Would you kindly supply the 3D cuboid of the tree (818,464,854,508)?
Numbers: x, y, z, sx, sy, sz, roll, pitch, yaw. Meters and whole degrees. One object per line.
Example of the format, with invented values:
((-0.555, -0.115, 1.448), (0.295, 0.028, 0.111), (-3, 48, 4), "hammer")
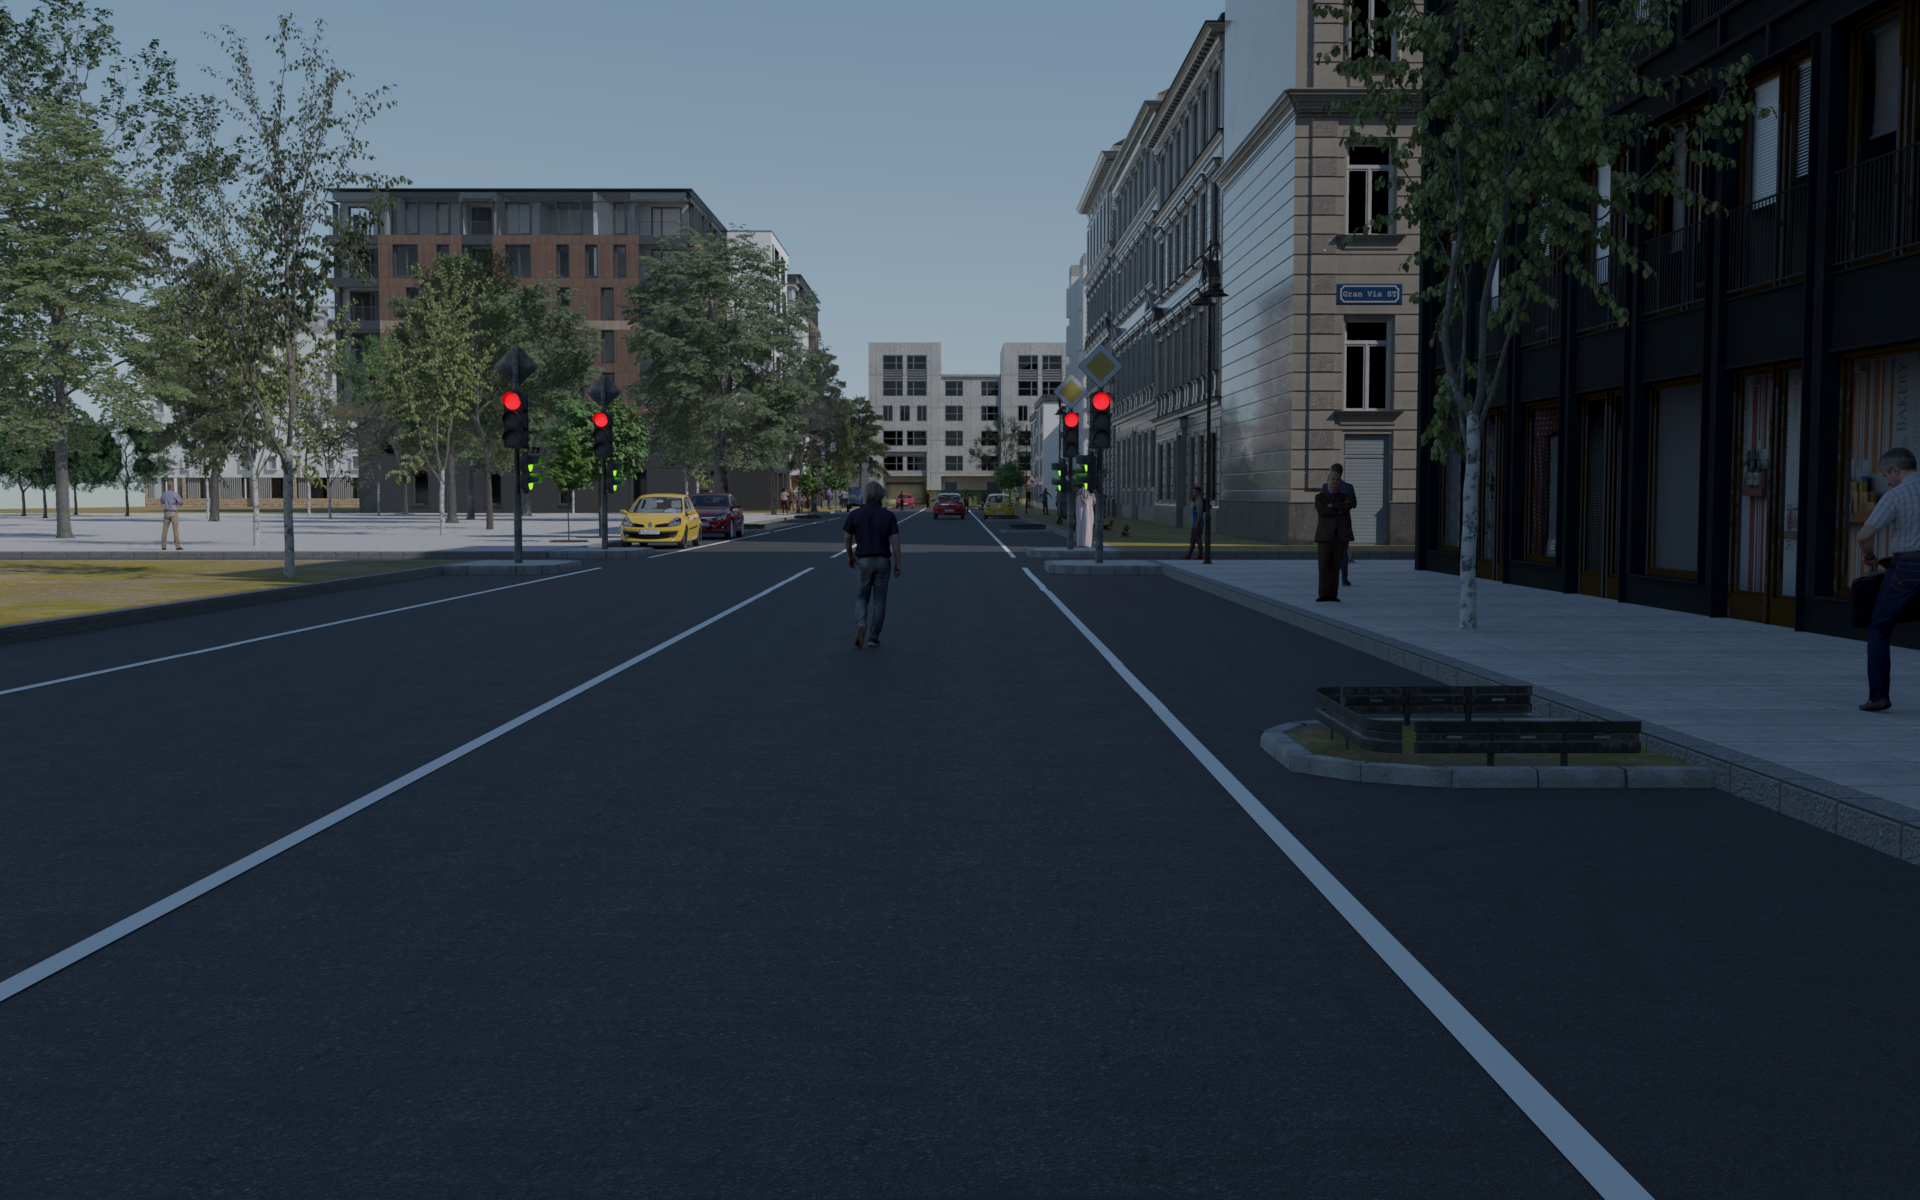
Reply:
((-11.114, -10.476, 154.993), (4.285, 4.588, 4.351), (0, 3, 0), "tree")

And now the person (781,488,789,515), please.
((-10.738, -6.026, 106.028), (0.566, 1.644, 0.517), (-3, 5, -43), "person")

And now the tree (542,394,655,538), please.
((-10.643, -4.122, 51.116), (4.285, 4.588, 4.351), (0, 3, 0), "tree")

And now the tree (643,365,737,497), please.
((-14.251, -8.530, 89.825), (4.737, 8.622, 4.395), (0, 3, 0), "tree")

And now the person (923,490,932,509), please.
((-3.176, -9.927, 170.765), (0.705, 1.831, 1.348), (-3, 5, -42), "person")

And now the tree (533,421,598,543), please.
((-10.355, -3.153, 46.153), (1.663, 3.219, 1.824), (0, 3, 0), "tree")

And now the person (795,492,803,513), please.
((-11.031, -6.859, 118.720), (0.617, 1.759, 0.750), (-1, 4, -17), "person")

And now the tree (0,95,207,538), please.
((-25.778, -8.039, 49.568), (7.486, 12.596, 7.792), (0, 3, 0), "tree")

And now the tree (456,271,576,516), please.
((-25.013, -11.764, 98.995), (9.857, 13.997, 8.962), (0, 3, 0), "tree")

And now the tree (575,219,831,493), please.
((-11.218, -10.674, 81.182), (9.857, 13.997, 8.962), (0, 3, 0), "tree")

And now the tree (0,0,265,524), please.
((-31.570, -12.651, 62.727), (12.611, 20.169, 13.585), (0, 3, 0), "tree")

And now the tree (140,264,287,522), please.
((-34.810, -9.706, 80.748), (6.751, 12.117, 7.091), (0, 3, 0), "tree")

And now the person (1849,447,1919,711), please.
((5.466, -0.110, 10.048), (0.614, 1.554, 0.590), (0, 4, -7), "person")

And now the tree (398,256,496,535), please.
((-16.210, -6.321, 53.713), (4.737, 8.622, 4.395), (0, 3, 0), "tree")

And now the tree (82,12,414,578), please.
((-10.498, -4.642, 26.252), (4.360, 8.622, 3.978), (0, 3, 0), "tree")

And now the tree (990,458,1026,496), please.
((4.405, -10.549, 156.182), (4.285, 4.588, 4.351), (0, 3, 0), "tree")

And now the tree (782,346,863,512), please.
((-10.729, -12.535, 127.010), (6.751, 12.117, 7.091), (0, 3, 0), "tree")

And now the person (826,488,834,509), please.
((-11.054, -8.683, 147.884), (0.599, 1.838, 0.709), (-3, 4, -38), "person")

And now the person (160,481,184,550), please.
((-18.092, -1.933, 39.707), (0.516, 1.574, 0.319), (0, 4, 3), "person")

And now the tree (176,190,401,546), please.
((-17.236, -5.642, 42.612), (4.737, 8.622, 4.395), (0, 3, 0), "tree")

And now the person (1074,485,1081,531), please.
((4.156, -3.237, 60.836), (0.662, 1.594, 0.647), (0, 4, -6), "person")

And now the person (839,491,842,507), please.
((-12.036, -10.372, 176.171), (0.434, 1.755, 0.990), (-3, 5, -40), "person")

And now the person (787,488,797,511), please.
((-12.932, -7.728, 132.947), (0.990, 1.755, 0.434), (2, 4, 28), "person")

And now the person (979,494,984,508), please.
((1.938, -8.989, 158.690), (0.599, 1.433, 0.991), (1, 4, 18), "person")

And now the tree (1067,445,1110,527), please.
((5.037, -4.545, 68.908), (1.663, 3.219, 1.824), (0, 3, 0), "tree")

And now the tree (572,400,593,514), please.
((-24.375, -9.756, 109.866), (4.737, 8.622, 4.395), (0, 3, 0), "tree")

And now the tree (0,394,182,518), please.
((-51.075, -8.302, 98.649), (11.467, 7.101, 20.602), (-3, 5, -43), "tree")

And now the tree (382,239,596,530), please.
((-16.922, -7.845, 62.674), (8.767, 10.594, 7.601), (1, 4, 10), "tree")

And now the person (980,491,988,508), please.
((2.302, -9.306, 161.372), (1.217, 1.735, 0.721), (3, 5, 41), "person")

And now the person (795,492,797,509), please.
((-12.921, -7.854, 137.638), (0.799, 1.438, 0.628), (2, 4, 28), "person")

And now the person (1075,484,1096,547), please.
((3.141, -2.087, 43.296), (0.551, 1.740, 0.621), (0, 4, 4), "person")

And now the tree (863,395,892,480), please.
((-10.820, -16.275, 188.143), (6.751, 12.117, 7.091), (0, 3, 0), "tree")

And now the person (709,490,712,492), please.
((-14.637, -5.680, 101.599), (0.600, 1.496, 0.574), (0, 4, 7), "person")

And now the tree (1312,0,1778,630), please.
((5.060, -4.032, 16.282), (4.737, 8.622, 4.395), (0, 3, 0), "tree")

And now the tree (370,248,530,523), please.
((-22.507, -9.438, 76.370), (6.751, 12.117, 7.091), (0, 3, 0), "tree")

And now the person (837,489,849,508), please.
((-11.632, -10.491, 177.561), (0.705, 1.826, 1.348), (3, 5, 44), "person")

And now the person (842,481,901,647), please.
((-0.892, -0.341, 16.277), (0.569, 1.553, 0.471), (3, 5, 40), "person")

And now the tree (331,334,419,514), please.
((-35.352, -11.238, 109.489), (9.928, 11.665, 9.643), (0, 3, 0), "tree")

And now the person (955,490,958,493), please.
((-0.231, -7.417, 130.706), (0.756, 1.711, 0.436), (2, 4, 28), "person")

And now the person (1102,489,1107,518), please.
((7.521, -5.110, 91.651), (0.516, 1.574, 0.319), (-1, 4, -21), "person")

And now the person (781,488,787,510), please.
((-13.672, -7.905, 136.004), (0.721, 1.736, 1.217), (3, 4, 38), "person")

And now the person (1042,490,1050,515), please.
((5.257, -6.017, 106.626), (0.499, 1.552, 0.429), (-2, 4, -24), "person")

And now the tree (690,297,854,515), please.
((-11.547, -11.950, 105.750), (12.009, 13.543, 11.850), (0, 3, 0), "tree")

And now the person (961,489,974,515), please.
((0.413, -6.793, 119.663), (1.348, 1.812, 0.705), (2, 4, 27), "person")

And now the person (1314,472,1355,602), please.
((4.462, -0.753, 20.630), (0.482, 1.546, 0.388), (0, 4, 4), "person")

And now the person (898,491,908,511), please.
((-4.935, -8.563, 149.227), (0.721, 1.735, 1.217), (-3, 5, -42), "person")

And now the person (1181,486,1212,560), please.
((4.962, -1.597, 36.481), (0.662, 1.594, 0.647), (0, 4, -5), "person")

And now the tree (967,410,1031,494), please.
((4.484, -15.791, 192.591), (8.767, 10.594, 7.601), (1, 4, 21), "tree")

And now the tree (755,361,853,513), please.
((-10.647, -11.178, 117.169), (7.601, 10.594, 8.767), (0, 4, 6), "tree")

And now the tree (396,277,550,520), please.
((-24.181, -10.315, 86.782), (7.486, 12.596, 7.792), (0, 3, 0), "tree")

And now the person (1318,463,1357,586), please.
((5.256, -1.051, 24.141), (0.541, 1.710, 0.530), (1, 4, 11), "person")
